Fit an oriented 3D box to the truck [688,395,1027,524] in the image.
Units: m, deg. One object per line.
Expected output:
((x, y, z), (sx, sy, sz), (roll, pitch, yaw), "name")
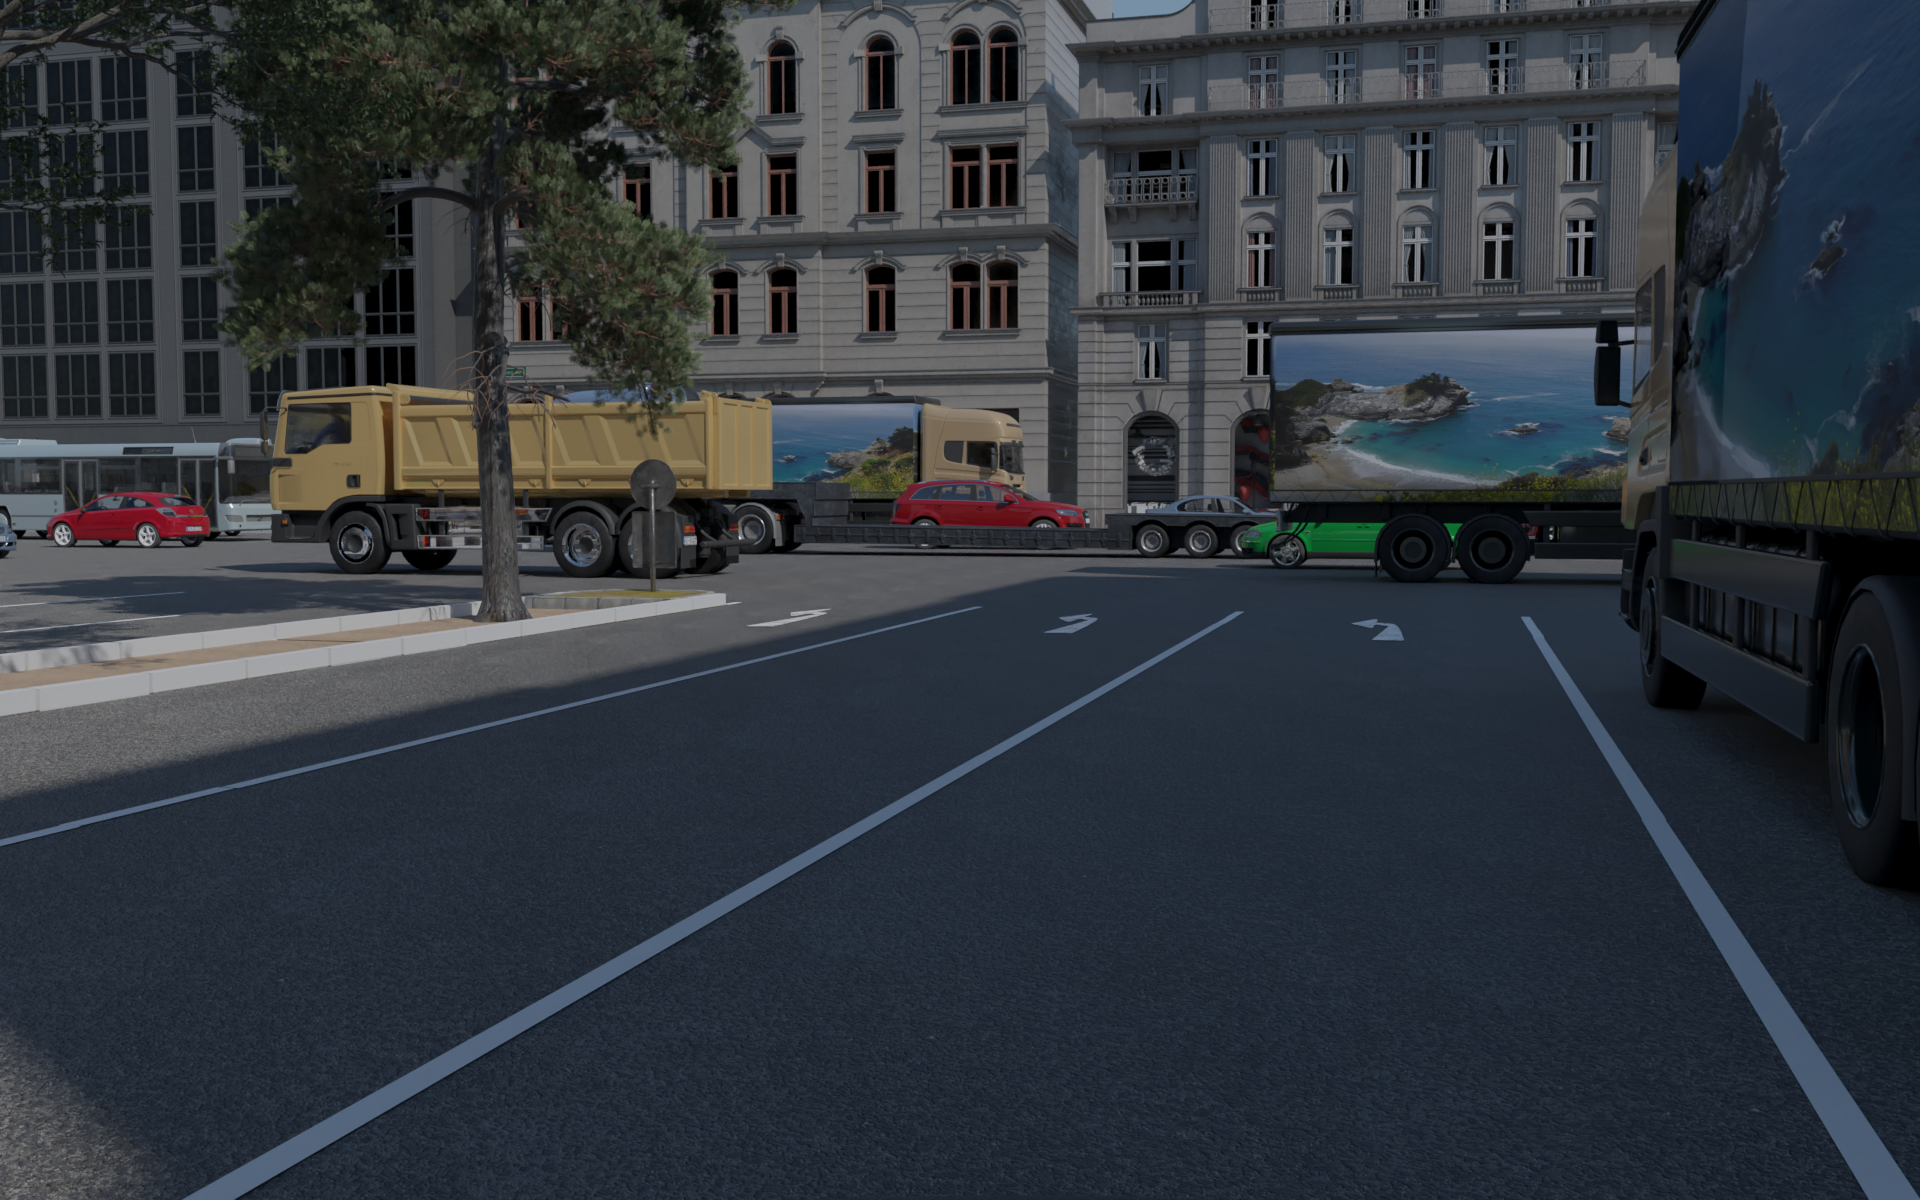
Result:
((-3.079, -3.796, 50.974), (11.283, 4.237, 2.839), (1, 4, 16), "truck")

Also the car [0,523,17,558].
((-23.215, -1.618, 38.459), (4.499, 1.417, 2.014), (1, 4, 16), "car")

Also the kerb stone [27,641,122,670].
((-7.450, 0.471, 14.489), (0.120, 0.150, 1.000), (1, 4, 16), "kerb stone")

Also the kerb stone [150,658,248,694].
((-5.712, 0.568, 12.914), (0.120, 0.150, 1.000), (1, 4, 16), "kerb stone")

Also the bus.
((-26.780, -3.647, 54.494), (13.247, 3.499, 2.948), (1, 4, 18), "bus")

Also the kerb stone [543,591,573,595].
((-5.221, -0.014, 22.426), (0.120, 0.150, 1.000), (1, 4, 16), "kerb stone")

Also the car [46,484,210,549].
((-22.511, -2.307, 46.762), (4.494, 1.783, 2.155), (1, 4, 17), "car")

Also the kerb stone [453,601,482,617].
((-5.767, 0.107, 20.438), (0.120, 0.150, 1.000), (1, 4, 16), "kerb stone")

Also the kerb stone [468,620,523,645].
((-4.596, 0.324, 16.891), (0.120, 0.150, 1.000), (1, 4, 16), "kerb stone")

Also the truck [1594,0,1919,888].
((4.954, -1.171, 8.061), (2.839, 4.237, 11.283), (1, 4, 14), "truck")

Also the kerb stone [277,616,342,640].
((-6.616, 0.290, 17.457), (0.120, 0.150, 1.000), (1, 4, 16), "kerb stone")

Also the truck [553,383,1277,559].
((-1.658, -3.145, 41.178), (18.799, 4.110, 2.967), (1, 4, 15), "truck")

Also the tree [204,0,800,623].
((-5.221, -5.785, 19.101), (6.751, 12.117, 7.091), (0, 3, 0), "tree")

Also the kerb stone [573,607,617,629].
((-4.047, 0.203, 18.872), (0.120, 0.150, 1.000), (1, 4, 16), "kerb stone")

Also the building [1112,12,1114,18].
((-1.857, -34.357, 150.981), (28.713, 52.752, 27.495), (1, 4, 16), "building")

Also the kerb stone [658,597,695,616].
((-3.486, 0.087, 20.854), (0.120, 0.150, 1.000), (1, 4, 16), "kerb stone")

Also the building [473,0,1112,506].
((-5.948, -17.283, 69.973), (23.554, 28.519, 14.401), (1, 4, 16), "building")

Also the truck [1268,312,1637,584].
((10.757, -2.385, 27.904), (11.283, 4.237, 2.839), (1, 4, 16), "truck")

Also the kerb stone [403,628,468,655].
((-4.869, 0.385, 15.900), (0.120, 0.150, 1.000), (1, 4, 16), "kerb stone")

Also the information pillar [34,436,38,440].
((-37.475, -4.825, 70.242), (0.504, 3.616, 0.183), (3, 5, 41), "information pillar")

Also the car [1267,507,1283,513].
((9.859, -2.360, 48.369), (4.222, 1.686, 2.009), (1, 4, 14), "car")

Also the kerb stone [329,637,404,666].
((-5.152, 0.446, 14.900), (0.120, 0.150, 1.000), (1, 4, 16), "kerb stone")

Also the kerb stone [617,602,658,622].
((-3.765, 0.143, 19.860), (0.120, 0.150, 1.000), (1, 4, 16), "kerb stone")

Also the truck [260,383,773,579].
((-8.357, -2.160, 31.234), (9.791, 3.379, 3.469), (1, 4, 16), "truck")

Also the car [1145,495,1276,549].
((7.091, -2.076, 45.937), (4.499, 1.417, 2.014), (1, 4, 14), "car")

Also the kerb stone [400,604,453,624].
((-6.053, 0.168, 19.443), (0.120, 0.150, 1.000), (1, 4, 16), "kerb stone")

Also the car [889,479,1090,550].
((0.784, -2.250, 45.467), (5.304, 1.827, 2.281), (1, 4, 15), "car")

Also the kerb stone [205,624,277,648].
((-6.899, 0.354, 16.469), (0.120, 0.150, 1.000), (1, 4, 16), "kerb stone")

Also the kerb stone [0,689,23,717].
((-6.272, 0.689, 10.926), (0.120, 0.150, 1.000), (1, 4, 16), "kerb stone")

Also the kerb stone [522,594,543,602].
((-5.496, 0.048, 21.429), (0.120, 0.150, 1.000), (1, 4, 16), "kerb stone")

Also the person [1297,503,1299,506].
((7.767, -1.716, 38.829), (0.482, 1.546, 0.388), (1, 4, 9), "person")

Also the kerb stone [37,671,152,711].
((-5.988, 0.629, 11.914), (0.120, 0.150, 1.000), (1, 4, 16), "kerb stone")

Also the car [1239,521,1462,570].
((7.774, -1.504, 33.388), (4.718, 1.807, 1.959), (1, 4, 15), "car")

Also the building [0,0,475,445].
((-28.964, -17.323, 76.743), (24.014, 27.812, 14.314), (1, 4, 16), "building")

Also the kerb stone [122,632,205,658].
((-7.171, 0.411, 15.478), (0.120, 0.150, 1.000), (1, 4, 16), "kerb stone")

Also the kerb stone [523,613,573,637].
((-4.314, 0.264, 17.880), (0.120, 0.150, 1.000), (1, 4, 16), "kerb stone")

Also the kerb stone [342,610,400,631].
((-6.336, 0.229, 18.454), (0.120, 0.150, 1.000), (1, 4, 16), "kerb stone")

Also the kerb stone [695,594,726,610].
((-3.211, 0.022, 21.844), (0.120, 0.150, 1.000), (1, 4, 16), "kerb stone")

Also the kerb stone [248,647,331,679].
((-5.435, 0.507, 13.907), (0.120, 0.150, 1.000), (1, 4, 16), "kerb stone")

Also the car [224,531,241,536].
((-26.533, -3.078, 59.116), (4.718, 1.807, 1.959), (1, 4, 16), "car")

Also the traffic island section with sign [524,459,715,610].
((-4.189, -0.857, 22.144), (2.006, 1.907, 1.989), (1, 4, 16), "traffic island section with sign")

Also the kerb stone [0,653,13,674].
((-7.730, 0.532, 13.492), (0.120, 0.150, 1.000), (1, 4, 16), "kerb stone")

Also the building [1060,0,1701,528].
((16.842, -13.547, 63.294), (24.055, 21.916, 13.314), (1, 4, 16), "building")

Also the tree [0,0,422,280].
((-6.837, -4.569, 11.580), (8.767, 10.594, 7.601), (1, 4, 16), "tree")

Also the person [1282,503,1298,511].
((8.378, -2.146, 43.770), (0.709, 1.800, 0.728), (-3, 4, -39), "person")

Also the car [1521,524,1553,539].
((15.531, -1.927, 40.180), (5.304, 1.827, 2.281), (1, 4, 16), "car")
